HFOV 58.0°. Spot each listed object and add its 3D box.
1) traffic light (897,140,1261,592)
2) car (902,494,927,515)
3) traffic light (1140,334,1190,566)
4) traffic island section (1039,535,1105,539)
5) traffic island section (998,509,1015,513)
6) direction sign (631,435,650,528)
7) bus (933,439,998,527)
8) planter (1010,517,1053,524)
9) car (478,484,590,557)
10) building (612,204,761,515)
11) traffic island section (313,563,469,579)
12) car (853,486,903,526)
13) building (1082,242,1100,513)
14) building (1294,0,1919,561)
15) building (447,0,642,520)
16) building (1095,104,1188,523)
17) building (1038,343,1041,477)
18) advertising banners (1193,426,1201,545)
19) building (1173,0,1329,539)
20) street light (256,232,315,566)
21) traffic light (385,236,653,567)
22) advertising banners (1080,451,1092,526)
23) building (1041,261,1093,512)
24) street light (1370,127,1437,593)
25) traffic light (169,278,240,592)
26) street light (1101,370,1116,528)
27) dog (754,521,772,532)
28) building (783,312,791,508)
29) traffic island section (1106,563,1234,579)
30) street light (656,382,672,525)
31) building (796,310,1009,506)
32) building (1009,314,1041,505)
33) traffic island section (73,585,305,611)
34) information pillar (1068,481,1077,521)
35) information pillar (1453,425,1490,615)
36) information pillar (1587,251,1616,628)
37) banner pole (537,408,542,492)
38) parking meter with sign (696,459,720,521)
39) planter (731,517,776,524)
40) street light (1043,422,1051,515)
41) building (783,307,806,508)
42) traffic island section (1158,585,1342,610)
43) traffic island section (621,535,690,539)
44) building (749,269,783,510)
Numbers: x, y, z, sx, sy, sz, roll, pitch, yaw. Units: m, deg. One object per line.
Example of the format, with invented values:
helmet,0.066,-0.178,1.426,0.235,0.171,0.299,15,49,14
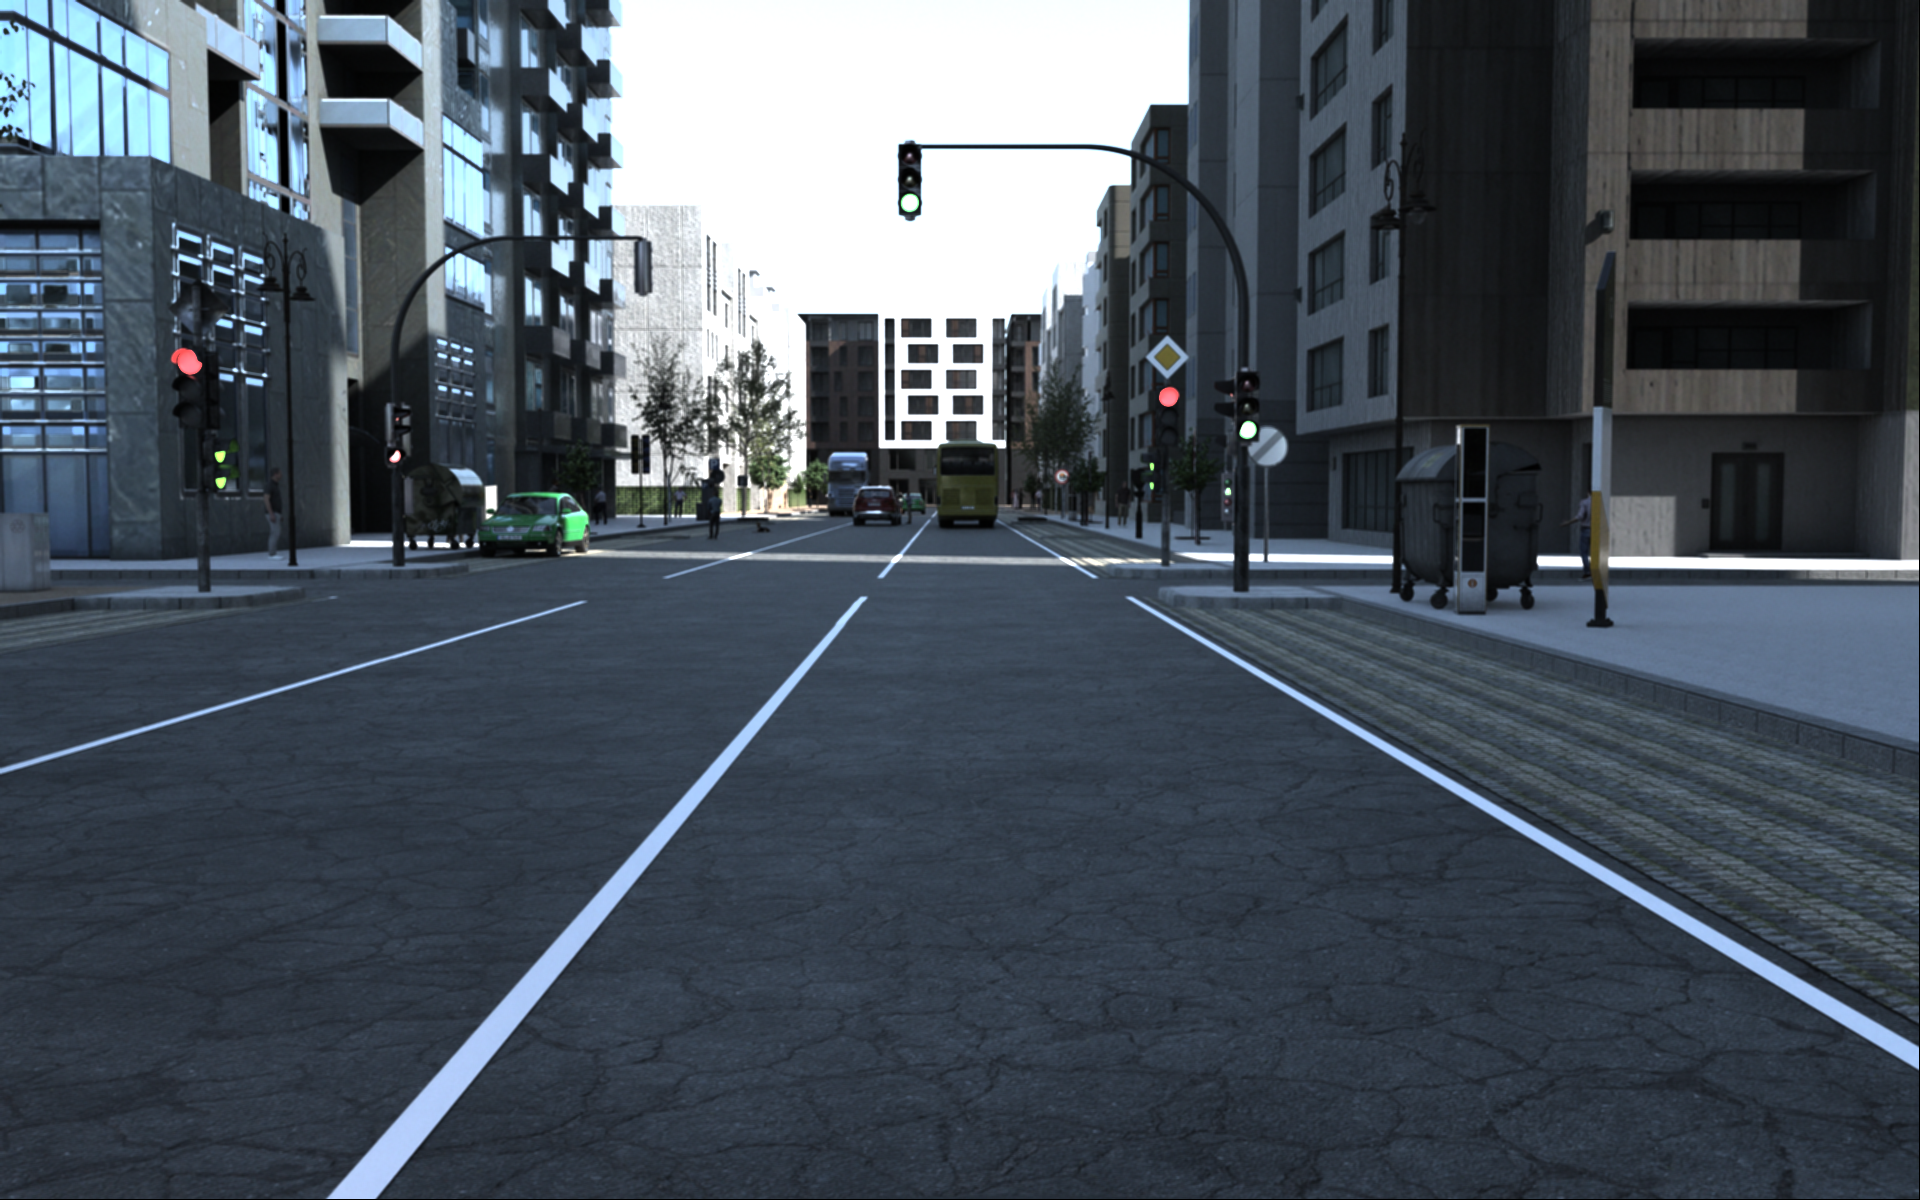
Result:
traffic light,1.578,-2.927,22.525,4.771,5.953,1.251,0,4,0
car,-3.344,-6.937,122.212,1.959,1.807,4.718,0,4,0
traffic light,3.633,-2.553,30.661,0.839,4.253,0.868,0,4,0
traffic island section,3.550,-1.992,55.440,1.991,0.108,1.994,0,4,0
traffic island section,3.204,-6.713,132.625,1.991,0.108,1.994,0,4,0
direction sign,-12.230,-4.549,66.376,0.876,3.537,0.379,2,4,28
bus,0.244,-5.235,77.134,2.896,3.916,12.252,0,4,-1
planter,3.427,-3.793,83.154,1.991,0.319,1.994,0,4,0
car,-9.899,-1.934,40.421,1.959,1.807,4.718,0,4,0
building,-24.146,-15.608,121.642,16.747,18.905,31.486,0,4,0
traffic island section,-9.968,-0.516,30.718,2.009,0.180,2.903,0,4,0
car,-3.804,-4.370,80.126,2.281,1.827,5.304,0,4,1
building,16.540,-16.039,118.659,16.016,20.091,11.380,0,4,0
building,16.025,-16.379,39.493,14.107,30.474,14.160,0,4,0
building,-27.859,-28.034,77.970,23.786,49.044,30.456,0,4,0
building,22.174,-15.078,91.565,27.650,21.520,28.899,0,4,0
building,15.849,-18.656,161.442,16.016,20.091,11.380,0,4,0
advertising banners,6.048,-2.939,44.247,0.090,3.025,2.074,0,4,4
building,18.874,-31.799,61.918,21.231,58.520,28.212,0,4,0
street light,-11.938,-3.549,30.818,0.468,5.910,1.993,0,4,0
traffic light,-7.837,-3.423,30.628,4.771,5.953,1.251,0,4,0
advertising banners,5.118,-4.520,70.083,0.090,3.025,2.074,1,4,16
building,15.747,-16.736,140.086,16.747,18.905,31.486,0,4,0
street light,5.674,-3.030,22.321,0.468,5.910,1.993,0,4,0
traffic light,-9.891,-2.060,22.598,0.839,4.253,0.868,0,4,0
street light,5.502,-5.611,64.530,0.468,5.910,1.993,0,4,0
dog,-7.385,-2.724,64.731,0.748,0.427,0.550,3,5,42
building,-23.473,-18.277,155.254,16.016,20.091,11.380,0,4,0
traffic island section,3.673,-0.520,30.775,2.009,0.180,2.903,0,4,0
street light,-12.174,-6.035,71.463,0.468,5.910,1.993,0,4,0
building,-11.250,-22.155,206.214,32.646,21.610,27.936,0,4,0
building,22.032,-22.181,206.633,32.646,21.610,27.936,0,4,0
traffic island section,-9.932,-0.028,22.733,2.009,0.180,2.903,0,4,0
information pillar,5.457,-4.860,83.957,0.304,2.012,0.304,-3,4,-38
information pillar,5.454,-0.855,18.475,0.304,2.012,0.304,0,4,7
information pillar,6.170,-1.546,16.629,0.183,3.616,0.504,2,4,31
banner pole,-12.212,-3.697,50.463,0.401,3.779,0.863,-1,4,-11
parking meter with sign,-12.273,-5.374,84.128,0.543,3.016,1.738,1,4,17
planter,-9.893,-3.792,83.147,1.991,0.319,1.994,0,4,0
street light,5.237,-8.115,105.465,0.468,5.910,1.993,0,4,0
building,-31.759,-18.681,171.897,31.486,18.905,16.747,0,4,0
traffic island section,3.710,-0.031,22.790,2.009,0.180,2.903,0,4,0
traffic island section,-9.760,-2.015,55.803,1.991,0.108,1.994,0,4,0
building,-23.549,-17.562,143.556,16.016,20.091,11.380,0,4,0
